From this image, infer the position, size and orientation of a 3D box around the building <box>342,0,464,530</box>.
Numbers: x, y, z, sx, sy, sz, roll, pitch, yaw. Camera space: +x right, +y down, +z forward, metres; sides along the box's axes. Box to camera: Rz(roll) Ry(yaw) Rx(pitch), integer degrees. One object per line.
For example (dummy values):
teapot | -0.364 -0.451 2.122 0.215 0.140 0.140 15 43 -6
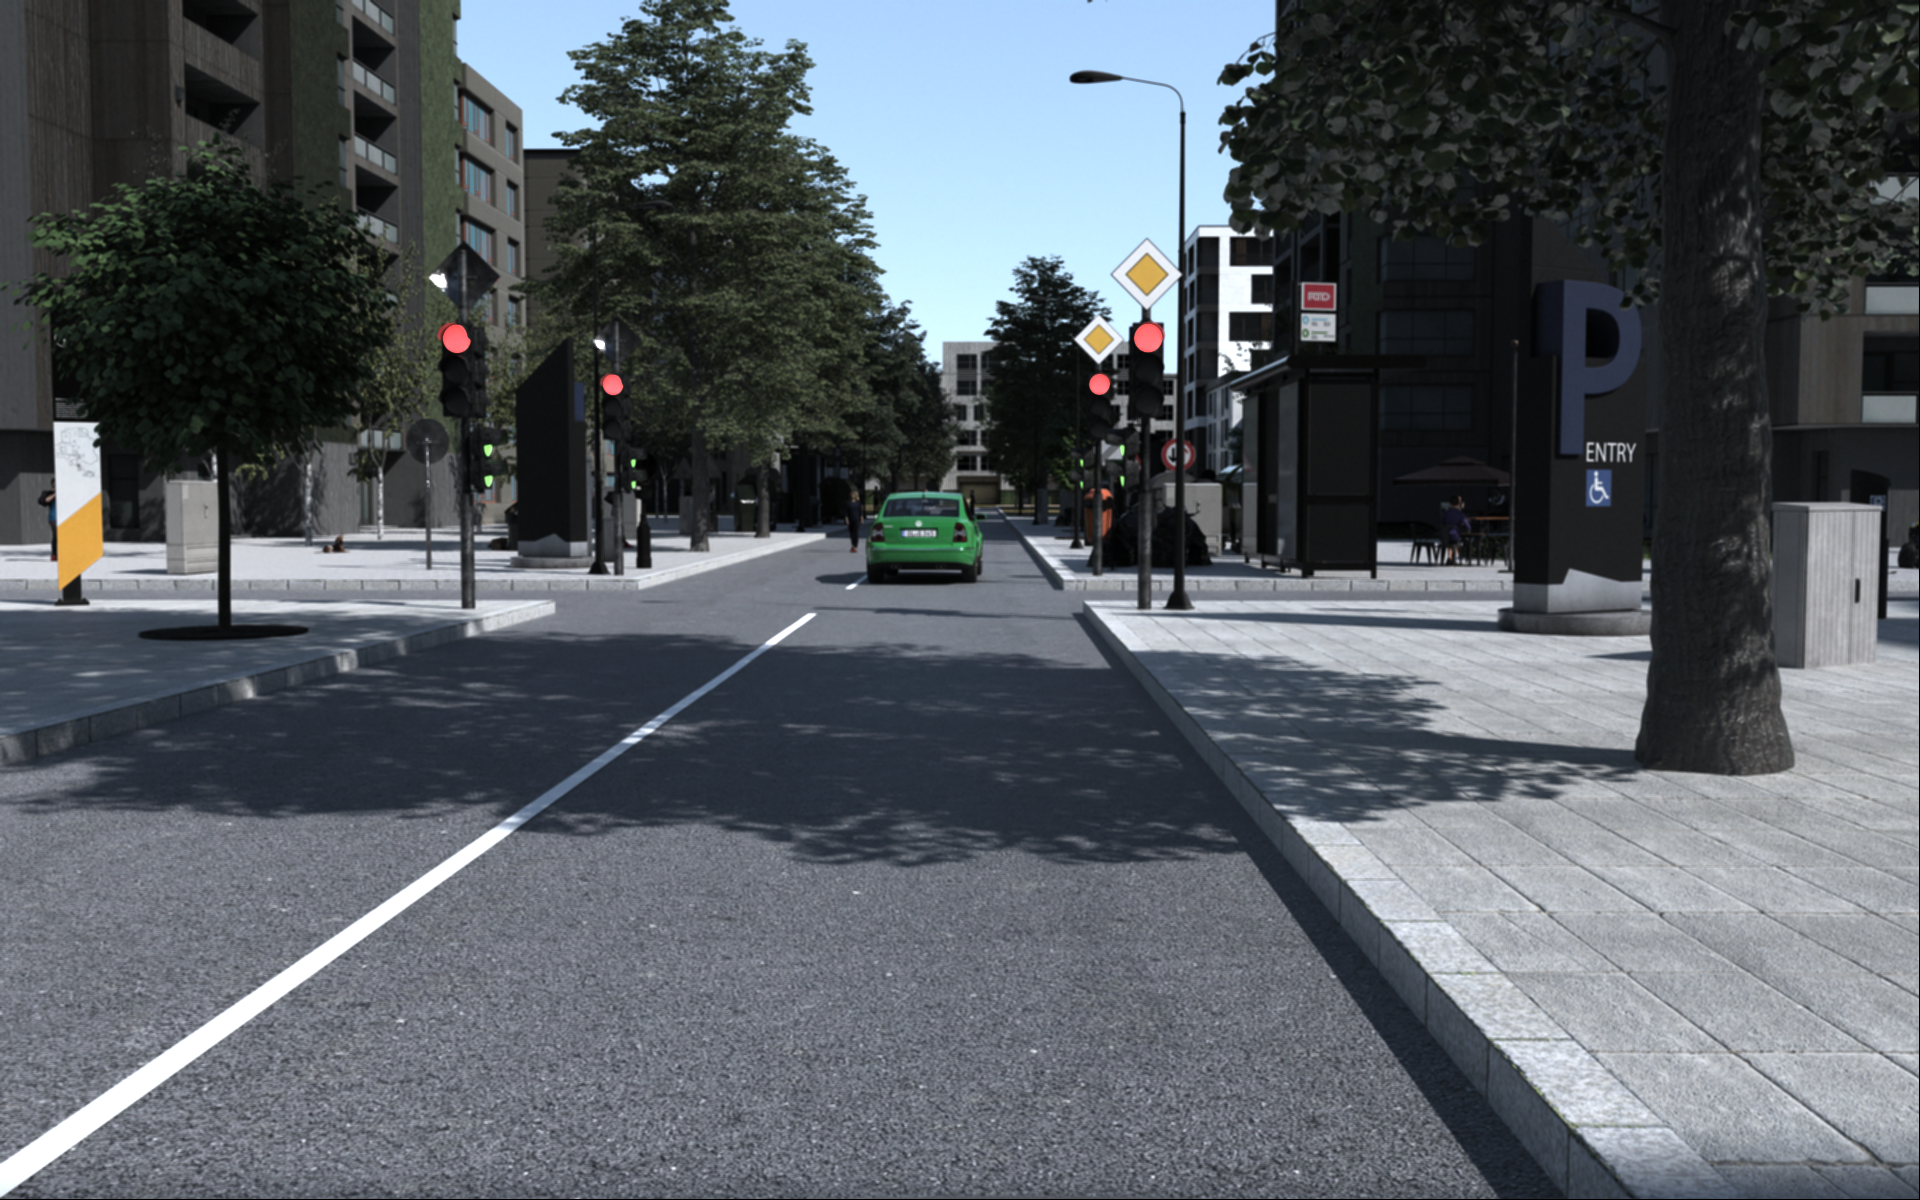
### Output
building | -26.987 -23.155 62.182 14.154 41.232 14.086 0 4 1

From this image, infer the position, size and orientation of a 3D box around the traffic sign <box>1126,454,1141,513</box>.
traffic sign | 4.014 -2.533 41.423 0.884 2.594 0.081 1 4 9

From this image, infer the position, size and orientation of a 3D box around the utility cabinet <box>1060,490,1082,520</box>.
utility cabinet | 4.747 -3.918 72.734 1.173 1.500 0.318 3 4 38

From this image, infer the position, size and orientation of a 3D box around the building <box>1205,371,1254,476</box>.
building | 22.990 -10.765 118.148 9.099 9.664 28.070 0 4 1

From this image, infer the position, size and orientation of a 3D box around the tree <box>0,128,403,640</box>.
tree | -6.810 -1.956 15.700 4.285 4.588 4.351 0 3 0

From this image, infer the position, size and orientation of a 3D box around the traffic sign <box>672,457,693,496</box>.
traffic sign | -9.625 -3.693 60.380 0.884 2.594 0.081 1 4 9

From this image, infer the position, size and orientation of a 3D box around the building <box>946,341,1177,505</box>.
building | 13.821 -20.945 208.910 31.486 18.905 16.747 0 4 1

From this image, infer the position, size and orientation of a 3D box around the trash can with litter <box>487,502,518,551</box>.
trash can with litter | -10.215 -1.701 39.191 1.055 1.170 0.624 1 4 20

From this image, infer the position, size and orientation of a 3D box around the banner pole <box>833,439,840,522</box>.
banner pole | -5.601 -5.410 78.478 0.401 3.779 0.863 1 4 23

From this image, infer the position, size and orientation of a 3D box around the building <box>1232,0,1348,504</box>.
building | 26.001 -39.791 88.835 20.563 71.187 20.611 0 4 1

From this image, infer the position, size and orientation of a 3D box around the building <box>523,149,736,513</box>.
building | -32.014 -16.836 119.249 27.936 21.610 32.646 0 4 1

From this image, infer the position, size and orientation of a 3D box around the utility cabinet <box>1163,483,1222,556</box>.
utility cabinet | 4.773 -1.646 35.592 1.173 1.500 0.318 0 4 -7

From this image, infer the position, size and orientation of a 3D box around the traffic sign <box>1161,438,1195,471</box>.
traffic sign | 4.931 -2.390 39.186 0.768 2.556 0.104 0 4 3

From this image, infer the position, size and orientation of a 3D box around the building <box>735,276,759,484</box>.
building | -34.676 -18.829 151.822 32.646 21.610 27.936 0 4 1

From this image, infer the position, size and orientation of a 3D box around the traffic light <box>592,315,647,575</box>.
traffic light | -5.374 -2.344 27.252 0.839 4.253 0.868 0 4 1

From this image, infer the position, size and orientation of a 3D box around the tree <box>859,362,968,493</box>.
tree | -4.922 -13.318 134.749 9.611 12.733 9.660 0 3 0

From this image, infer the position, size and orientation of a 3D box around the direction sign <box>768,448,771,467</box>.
direction sign | -9.395 -5.702 85.223 0.379 3.537 0.876 -1 4 -20

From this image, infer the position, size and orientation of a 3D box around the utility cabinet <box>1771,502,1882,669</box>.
utility cabinet | 6.529 -0.116 13.051 1.020 1.237 0.306 -2 4 -34

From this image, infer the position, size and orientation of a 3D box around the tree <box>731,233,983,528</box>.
tree | -6.008 -8.578 66.001 9.928 11.665 9.643 0 3 0

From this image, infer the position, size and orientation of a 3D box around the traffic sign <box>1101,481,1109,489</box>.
traffic sign | 6.040 -4.370 73.586 0.606 2.300 0.079 0 4 5

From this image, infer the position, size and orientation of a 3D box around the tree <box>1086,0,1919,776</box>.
tree | 3.553 -6.179 7.682 9.857 13.997 8.962 0 3 0

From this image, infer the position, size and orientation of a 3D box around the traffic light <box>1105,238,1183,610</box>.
traffic light | 2.036 -1.851 19.179 0.839 4.253 0.868 0 4 1

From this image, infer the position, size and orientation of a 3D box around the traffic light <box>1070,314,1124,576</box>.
traffic light | 2.147 -2.339 27.163 0.839 4.253 0.868 0 4 1

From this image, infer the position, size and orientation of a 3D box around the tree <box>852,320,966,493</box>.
tree | -4.573 -12.816 119.906 12.009 13.543 11.850 0 3 0

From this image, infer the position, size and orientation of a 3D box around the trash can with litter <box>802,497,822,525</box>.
trash can with litter | -6.071 -3.643 70.953 0.624 1.170 1.055 1 4 12

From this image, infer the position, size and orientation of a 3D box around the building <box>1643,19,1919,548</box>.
building | 24.082 -22.133 45.468 14.086 41.232 14.154 0 4 1

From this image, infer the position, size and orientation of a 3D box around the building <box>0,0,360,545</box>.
building | -26.569 -16.925 48.433 14.160 30.474 14.107 0 4 1

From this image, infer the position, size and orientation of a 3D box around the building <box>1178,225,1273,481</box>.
building | 32.264 -18.592 147.958 27.936 21.610 32.646 0 4 1

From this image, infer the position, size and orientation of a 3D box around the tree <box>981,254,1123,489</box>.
tree | 4.325 -10.060 82.610 7.486 12.596 7.792 0 3 0

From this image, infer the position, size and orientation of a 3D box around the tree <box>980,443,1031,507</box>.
tree | 5.948 -14.895 177.952 8.767 10.594 7.601 -2 4 -33

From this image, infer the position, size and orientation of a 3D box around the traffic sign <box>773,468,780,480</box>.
traffic sign | -9.018 -5.074 83.066 0.768 2.556 0.104 1 4 9

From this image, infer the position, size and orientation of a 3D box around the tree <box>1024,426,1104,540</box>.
tree | 3.112 -3.348 49.349 1.663 3.219 1.824 0 3 0

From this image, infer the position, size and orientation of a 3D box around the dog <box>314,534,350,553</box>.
dog | -13.748 -1.232 37.882 0.748 0.427 0.550 -1 4 -17

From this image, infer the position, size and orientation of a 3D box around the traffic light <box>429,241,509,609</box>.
traffic light | -5.485 -1.856 19.267 0.839 4.253 0.868 0 4 1

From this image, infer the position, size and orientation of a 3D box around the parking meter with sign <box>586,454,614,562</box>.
parking meter with sign | -7.230 -2.203 32.288 1.738 3.016 0.543 -2 4 -25

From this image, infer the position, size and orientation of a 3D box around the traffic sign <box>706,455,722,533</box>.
traffic sign | -8.255 -3.485 56.981 0.884 2.594 0.081 1 4 8

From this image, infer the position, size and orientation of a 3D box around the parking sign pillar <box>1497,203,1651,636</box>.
parking sign pillar | 5.819 -1.696 16.199 1.447 3.967 1.447 -2 4 -30

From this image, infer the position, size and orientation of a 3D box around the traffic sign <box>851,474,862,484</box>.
traffic sign | -5.182 -5.149 86.315 0.606 2.300 0.079 0 4 4

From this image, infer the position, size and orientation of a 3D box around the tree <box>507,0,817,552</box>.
tree | -6.124 -7.367 38.571 7.486 12.596 7.792 0 3 0

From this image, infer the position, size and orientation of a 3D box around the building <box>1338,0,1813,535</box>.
building | 21.418 -23.298 64.510 14.154 41.232 14.086 0 4 1

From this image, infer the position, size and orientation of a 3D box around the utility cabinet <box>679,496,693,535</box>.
utility cabinet | -8.571 -2.649 54.468 0.306 1.237 1.020 -2 4 -24

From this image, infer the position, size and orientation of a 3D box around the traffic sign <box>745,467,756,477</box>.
traffic sign | -9.602 -4.902 80.256 0.768 2.556 0.104 0 4 6

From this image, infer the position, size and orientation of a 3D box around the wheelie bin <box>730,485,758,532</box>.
wheelie bin | -7.276 -3.075 58.184 0.980 1.594 0.693 -2 4 -29

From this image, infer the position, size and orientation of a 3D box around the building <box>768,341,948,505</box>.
building | -17.675 -20.911 208.347 31.486 18.905 16.747 0 4 1

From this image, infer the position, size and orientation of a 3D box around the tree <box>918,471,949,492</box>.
tree | -4.431 -14.720 175.084 7.601 10.594 8.767 2 4 33

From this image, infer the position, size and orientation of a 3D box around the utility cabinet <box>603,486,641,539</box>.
utility cabinet | -9.415 -2.435 48.491 1.173 1.500 0.318 2 4 28

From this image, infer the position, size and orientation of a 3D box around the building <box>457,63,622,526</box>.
building | -33.391 -14.638 84.374 27.650 21.520 28.899 0 4 1

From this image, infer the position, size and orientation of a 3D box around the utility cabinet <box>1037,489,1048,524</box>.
utility cabinet | 3.491 -4.002 74.117 0.318 1.500 1.173 -1 4 -10

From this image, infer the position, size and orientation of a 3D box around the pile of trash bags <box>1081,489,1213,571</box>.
pile of trash bags | 3.065 -1.265 30.434 1.912 1.369 3.447 2 4 30

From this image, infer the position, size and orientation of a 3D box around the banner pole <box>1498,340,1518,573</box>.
banner pole | 9.232 -2.336 28.203 0.863 3.779 0.401 0 4 0

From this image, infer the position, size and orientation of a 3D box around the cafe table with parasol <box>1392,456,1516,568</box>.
cafe table with parasol | 8.964 -1.597 30.971 2.610 1.966 2.610 0 3 0

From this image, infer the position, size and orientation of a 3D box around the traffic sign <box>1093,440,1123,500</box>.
traffic sign | 3.040 -2.117 34.726 0.768 2.556 0.104 1 4 9

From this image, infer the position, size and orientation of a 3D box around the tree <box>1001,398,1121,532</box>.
tree | 4.166 -4.617 59.197 4.285 4.588 4.351 0 3 0

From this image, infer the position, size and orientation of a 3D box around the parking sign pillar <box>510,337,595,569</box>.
parking sign pillar | -7.138 -2.554 30.235 1.447 3.967 1.447 2 4 33

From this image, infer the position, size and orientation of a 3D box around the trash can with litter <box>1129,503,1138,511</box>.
trash can with litter | 4.147 -1.912 42.654 1.055 1.170 0.624 0 4 5

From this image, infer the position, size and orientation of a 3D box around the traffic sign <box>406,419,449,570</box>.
traffic sign | -8.993 -1.783 29.257 0.768 2.556 0.104 0 4 8

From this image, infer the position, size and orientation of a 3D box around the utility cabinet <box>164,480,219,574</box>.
utility cabinet | -12.356 -1.180 27.976 0.318 1.500 1.173 0 4 6
